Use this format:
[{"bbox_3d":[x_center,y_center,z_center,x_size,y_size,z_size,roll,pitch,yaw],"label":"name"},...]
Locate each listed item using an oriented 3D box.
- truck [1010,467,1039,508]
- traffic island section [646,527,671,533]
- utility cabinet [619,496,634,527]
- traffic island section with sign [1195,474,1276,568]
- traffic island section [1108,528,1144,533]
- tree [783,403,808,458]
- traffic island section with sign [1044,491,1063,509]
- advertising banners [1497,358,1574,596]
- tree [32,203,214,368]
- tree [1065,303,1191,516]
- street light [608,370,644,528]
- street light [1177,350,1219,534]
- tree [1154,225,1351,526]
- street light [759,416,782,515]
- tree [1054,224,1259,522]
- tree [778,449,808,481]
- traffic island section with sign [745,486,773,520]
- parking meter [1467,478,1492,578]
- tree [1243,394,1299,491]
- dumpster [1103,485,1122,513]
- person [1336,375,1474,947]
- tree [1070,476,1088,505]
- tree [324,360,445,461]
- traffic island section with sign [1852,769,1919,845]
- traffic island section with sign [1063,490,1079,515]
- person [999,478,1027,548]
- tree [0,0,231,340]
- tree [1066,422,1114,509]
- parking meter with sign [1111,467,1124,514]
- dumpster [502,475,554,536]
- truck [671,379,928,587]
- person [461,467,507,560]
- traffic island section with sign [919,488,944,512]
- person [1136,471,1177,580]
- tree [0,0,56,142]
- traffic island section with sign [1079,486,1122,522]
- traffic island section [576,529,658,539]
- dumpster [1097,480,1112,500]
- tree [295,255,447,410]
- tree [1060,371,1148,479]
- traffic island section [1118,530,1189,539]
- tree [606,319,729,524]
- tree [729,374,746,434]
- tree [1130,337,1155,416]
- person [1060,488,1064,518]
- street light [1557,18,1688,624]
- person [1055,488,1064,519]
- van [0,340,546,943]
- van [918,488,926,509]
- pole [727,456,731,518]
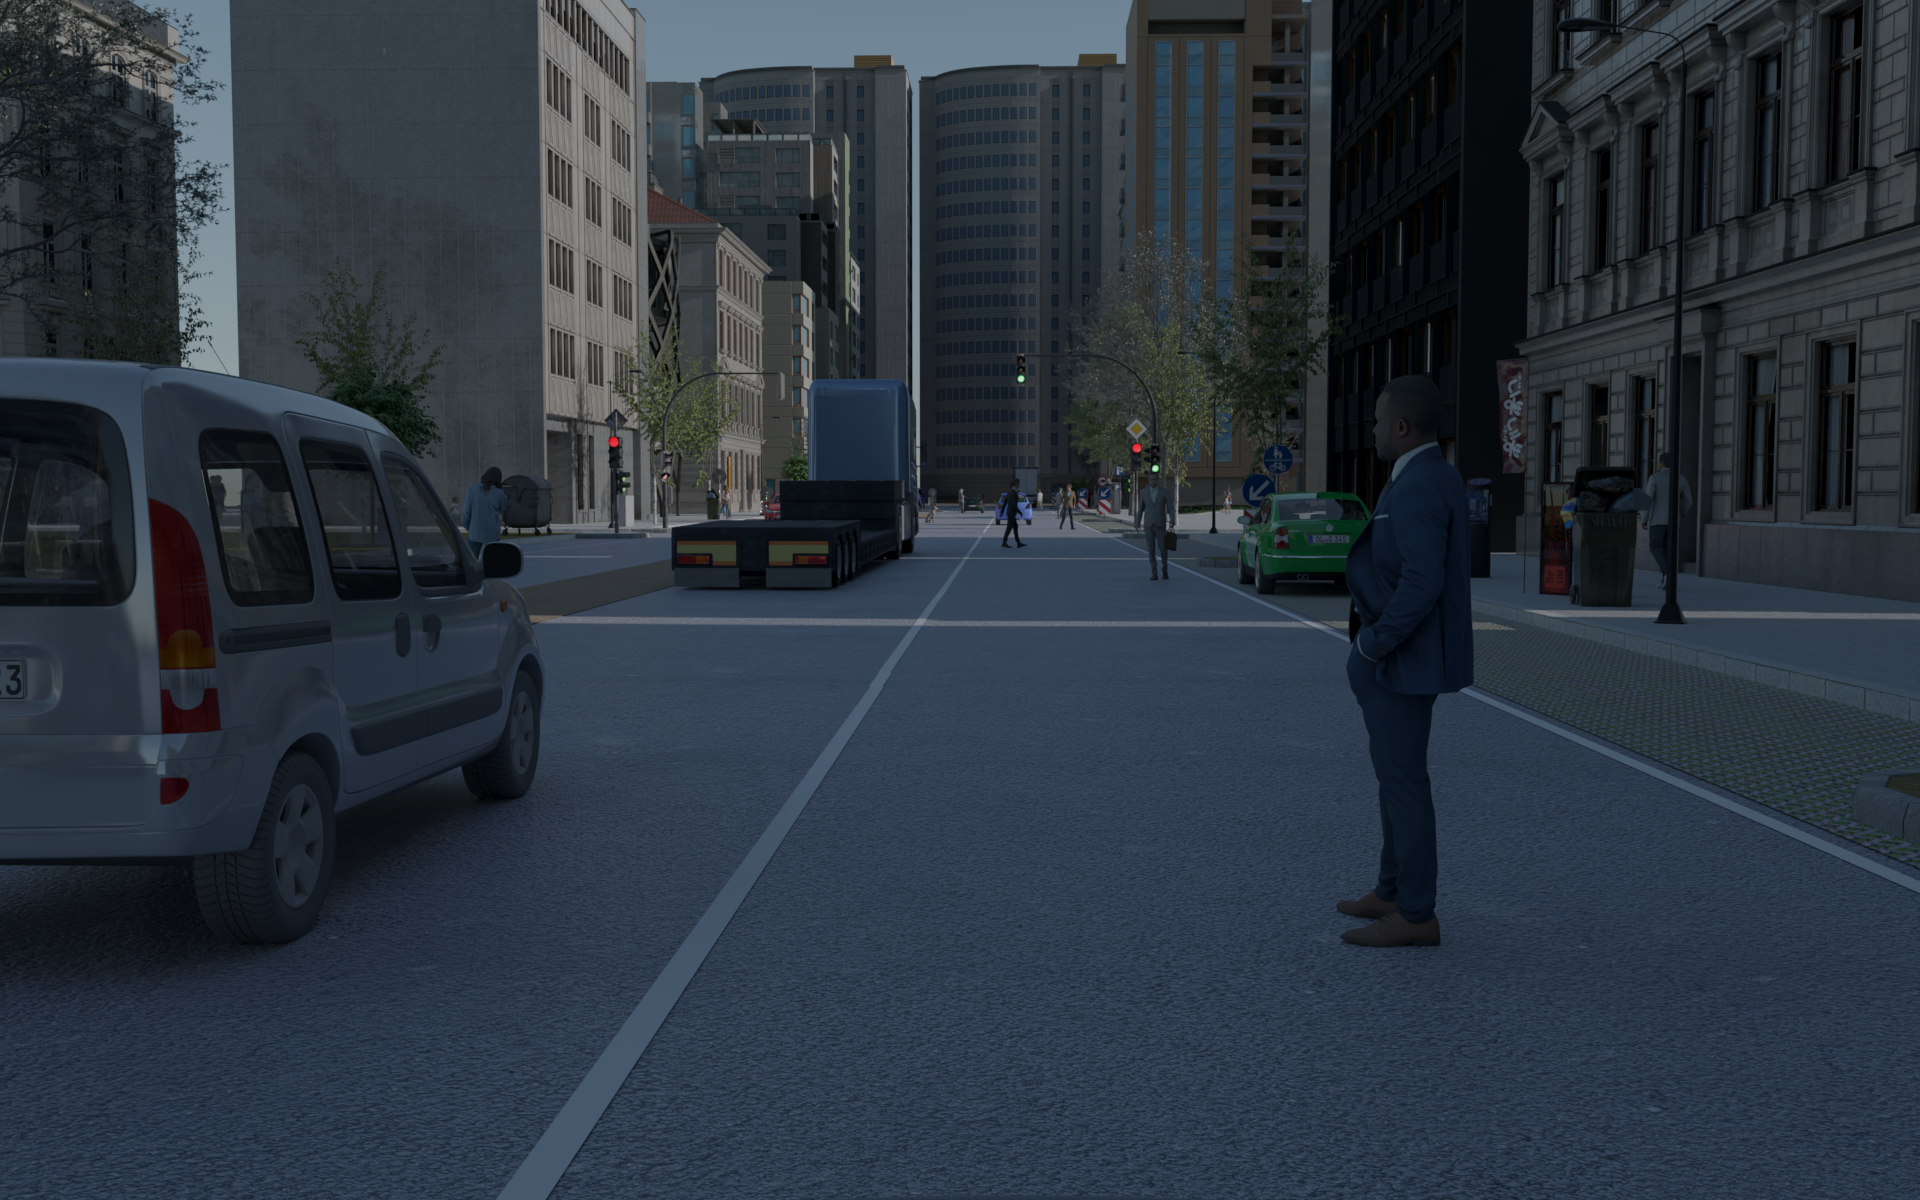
[{"bbox_3d":[6.843,-11.886,183.245,2.839,4.237,11.283,0,4,0],"label":"truck"},{"bbox_3d":[-11.070,-2.610,64.950,2.009,0.180,2.903,0,4,2],"label":"traffic island section"},{"bbox_3d":[-13.186,-3.504,68.456,0.306,1.237,1.020,0,4,8],"label":"utility cabinet"},{"bbox_3d":[5.692,-1.566,34.234,1.989,1.847,2.006,0,4,2],"label":"traffic island section with sign"},{"bbox_3d":[6.564,-2.578,64.430,2.009,0.180,2.903,0,4,2],"label":"traffic island section"},{"bbox_3d":[-11.510,-11.096,131.777,4.360,8.622,3.978,0,3,0],"label":"tree"},{"bbox_3d":[10.349,-11.316,193.650,1.989,1.847,2.006,0,4,2],"label":"traffic island section with sign"},{"bbox_3d":[7.583,-1.573,21.902,0.090,3.025,2.074,-2,4,-32],"label":"advertising banners"},{"bbox_3d":[-20.484,-5.674,43.129,4.360,8.622,3.978,0,3,0],"label":"tree"},{"bbox_3d":[9.898,-11.269,102.379,7.486,12.596,7.792,0,3,0],"label":"tree"},{"bbox_3d":[-12.499,-5.640,64.748,1.470,5.913,1.316,0,4,2],"label":"street light"},{"bbox_3d":[7.707,-5.114,56.153,1.470,5.913,1.316,0,4,2],"label":"street light"},{"bbox_3d":[8.330,-5.911,47.006,4.737,8.622,4.395,0,3,0],"label":"tree"},{"bbox_3d":[-11.348,-8.021,103.691,1.470,5.913,1.316,0,4,2],"label":"street light"},{"bbox_3d":[9.245,-10.308,78.910,12.009,13.543,11.850,0,3,0],"label":"tree"},{"bbox_3d":[-11.551,-8.592,124.187,4.285,4.588,4.351,0,3,0],"label":"tree"},{"bbox_3d":[-10.012,-4.948,89.533,1.989,1.847,2.006,0,4,2],"label":"traffic island section with sign"},{"bbox_3d":[7.960,-1.112,26.586,0.372,1.533,0.369,0,3,0],"label":"parking meter"},{"bbox_3d":[22.534,-10.801,126.958,4.360,8.622,3.978,0,3,0],"label":"tree"},{"bbox_3d":[10.184,-6.717,115.587,1.264,1.857,1.865,0,4,2],"label":"dumpster"},{"bbox_3d":[1.430,0.192,5.542,0.419,1.800,0.721,1,4,12],"label":"person"},{"bbox_3d":[12.726,-11.265,178.781,1.663,3.219,1.824,0,3,0],"label":"tree"},{"bbox_3d":[-14.305,-3.578,42.210,4.285,4.588,4.351,0,3,0],"label":"tree"},{"bbox_3d":[4.889,0.095,7.081,1.989,1.847,2.006,0,4,2],"label":"traffic island section with sign"},{"bbox_3d":[8.086,-6.573,116.093,1.989,1.847,2.006,0,4,2],"label":"traffic island section with sign"},{"bbox_3d":[1.456,-2.310,46.039,0.755,1.850,0.659,-1,4,-10],"label":"person"},{"bbox_3d":[-15.375,-6.918,23.475,12.009,13.543,11.850,0,3,0],"label":"tree"},{"bbox_3d":[11.609,-12.336,152.054,4.360,8.622,3.978,0,3,0],"label":"tree"},{"bbox_3d":[9.972,-6.984,110.448,0.543,3.016,1.738,-1,4,-9],"label":"parking meter with sign"},{"bbox_3d":[-13.458,-2.938,53.798,1.264,1.857,1.865,0,4,1],"label":"dumpster"},{"bbox_3d":[-2.649,-2.758,34.855,2.967,4.110,18.799,0,4,3],"label":"truck"},{"bbox_3d":[-6.245,-0.850,22.662,0.793,1.790,0.793,2,4,30],"label":"person"},{"bbox_3d":[-2.265,-8.036,139.519,2.006,1.907,1.989,0,4,2],"label":"traffic island section with sign"},{"bbox_3d":[3.273,-1.239,28.881,0.709,1.813,0.853,1,4,11],"label":"person"},{"bbox_3d":[-31.482,-11.822,49.176,12.611,20.169,13.585,0,3,0],"label":"tree"},{"bbox_3d":[7.289,-4.917,89.018,1.989,1.847,2.006,0,4,2],"label":"traffic island section with sign"},{"bbox_3d":[-11.304,-2.122,56.968,2.009,0.180,2.903,0,4,2],"label":"traffic island section"},{"bbox_3d":[10.197,-7.111,118.761,1.502,2.255,1.985,0,4,2],"label":"dumpster"},{"bbox_3d":[-18.569,-6.362,54.373,4.737,8.622,4.395,0,3,0],"label":"tree"},{"bbox_3d":[11.912,-12.890,136.509,9.928,11.665,9.643,0,3,0],"label":"tree"},{"bbox_3d":[6.330,-2.090,56.448,2.009,0.180,2.903,0,4,2],"label":"traffic island section"},{"bbox_3d":[-12.819,-7.556,73.904,4.737,8.622,4.395,0,3,0],"label":"tree"},{"bbox_3d":[-13.338,-8.556,90.248,4.737,8.622,4.395,0,3,0],"label":"tree"},{"bbox_3d":[9.054,-7.340,70.367,4.737,8.622,4.395,0,3,0],"label":"tree"},{"bbox_3d":[5.906,-5.743,102.571,0.590,1.801,0.661,-1,4,-12],"label":"person"},{"bbox_3d":[6.524,-2.723,17.055,1.470,5.913,1.316,0,4,2],"label":"street light"},{"bbox_3d":[5.808,-5.585,100.012,0.606,1.804,0.583,3,5,45],"label":"person"},{"bbox_3d":[-2.900,0.006,6.907,2.013,2.044,4.112,0,4,1],"label":"van"},{"bbox_3d":[-4.472,-10.134,170.073,2.240,2.365,5.245,0,4,2],"label":"van"},{"bbox_3d":[-12.540,-6.123,93.948,0.158,3.312,0.155,0,3,0],"label":"pole"}]
